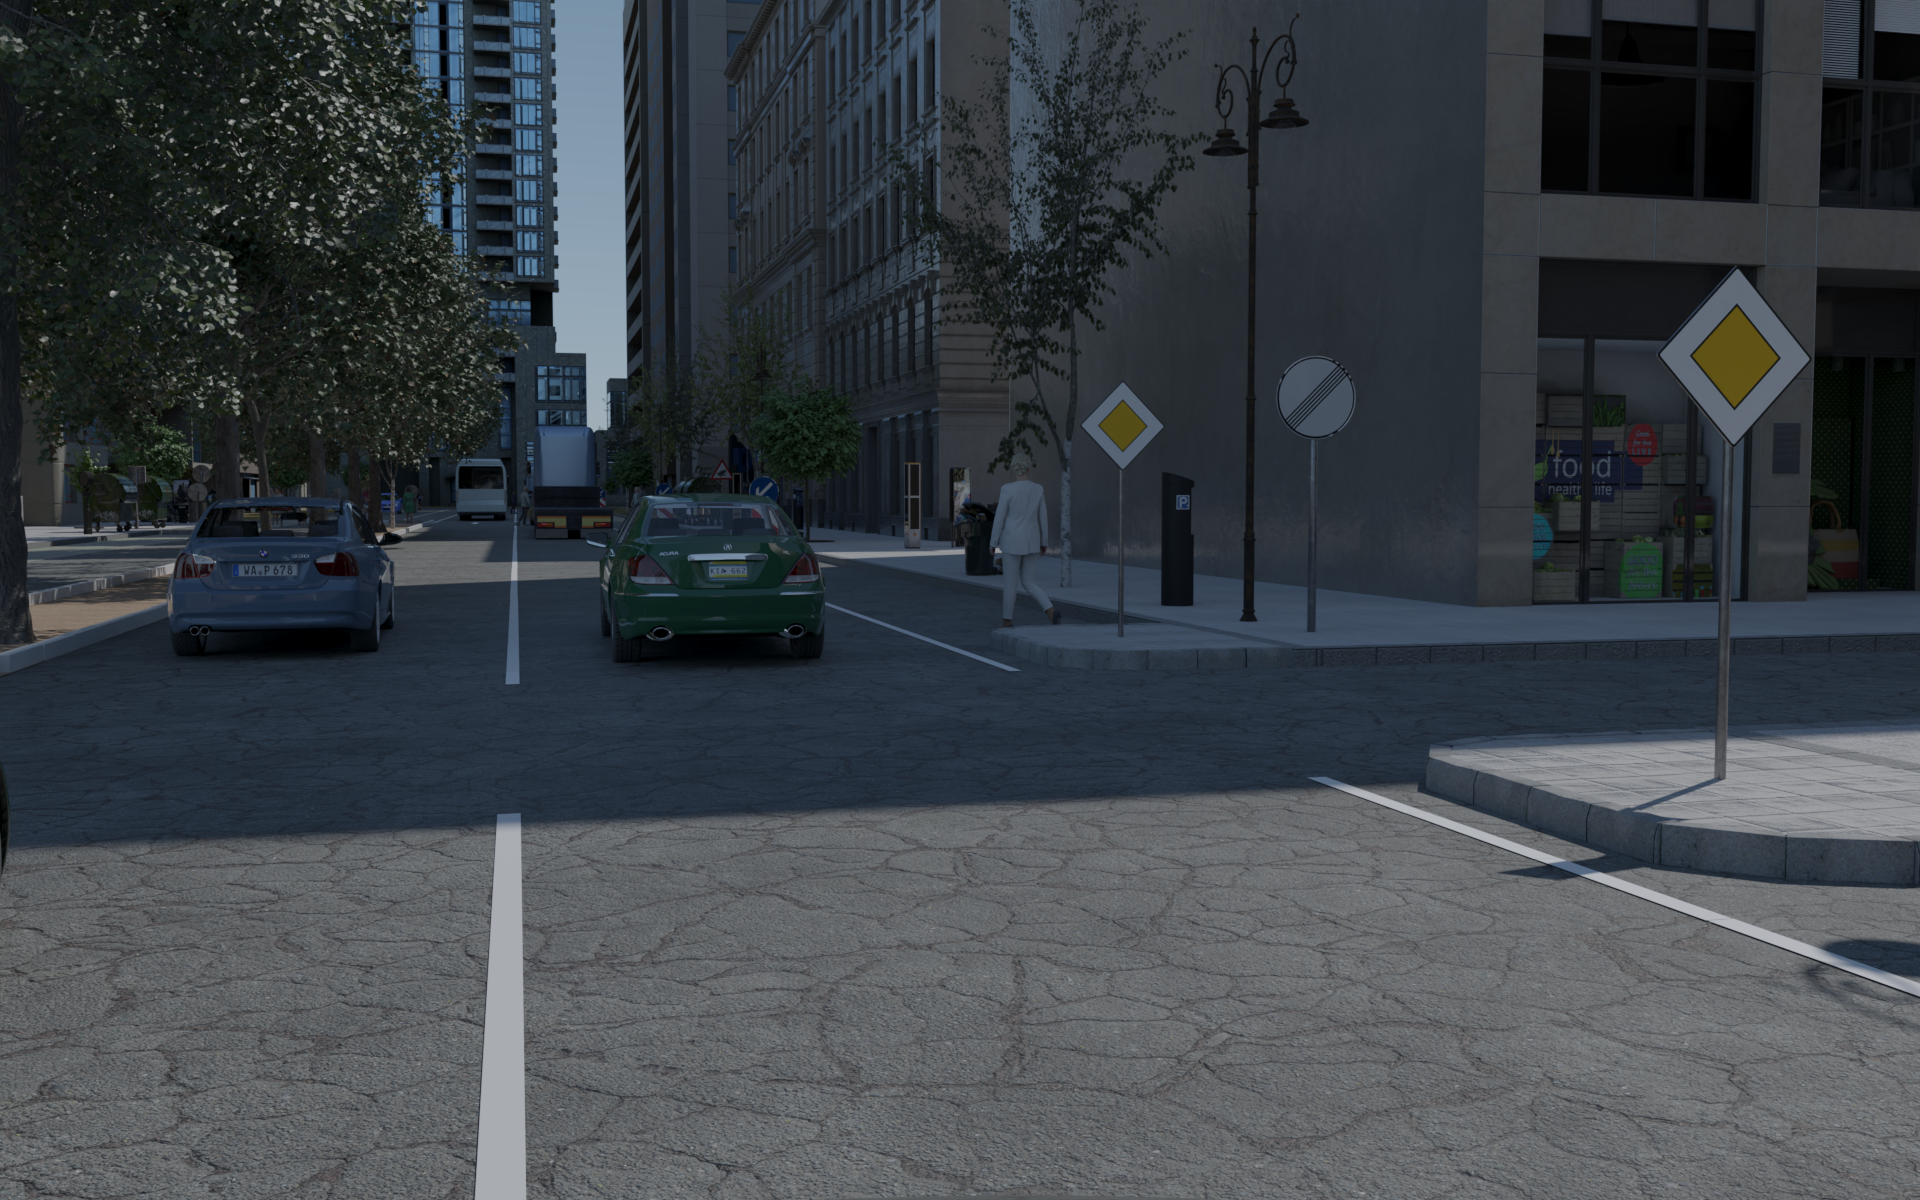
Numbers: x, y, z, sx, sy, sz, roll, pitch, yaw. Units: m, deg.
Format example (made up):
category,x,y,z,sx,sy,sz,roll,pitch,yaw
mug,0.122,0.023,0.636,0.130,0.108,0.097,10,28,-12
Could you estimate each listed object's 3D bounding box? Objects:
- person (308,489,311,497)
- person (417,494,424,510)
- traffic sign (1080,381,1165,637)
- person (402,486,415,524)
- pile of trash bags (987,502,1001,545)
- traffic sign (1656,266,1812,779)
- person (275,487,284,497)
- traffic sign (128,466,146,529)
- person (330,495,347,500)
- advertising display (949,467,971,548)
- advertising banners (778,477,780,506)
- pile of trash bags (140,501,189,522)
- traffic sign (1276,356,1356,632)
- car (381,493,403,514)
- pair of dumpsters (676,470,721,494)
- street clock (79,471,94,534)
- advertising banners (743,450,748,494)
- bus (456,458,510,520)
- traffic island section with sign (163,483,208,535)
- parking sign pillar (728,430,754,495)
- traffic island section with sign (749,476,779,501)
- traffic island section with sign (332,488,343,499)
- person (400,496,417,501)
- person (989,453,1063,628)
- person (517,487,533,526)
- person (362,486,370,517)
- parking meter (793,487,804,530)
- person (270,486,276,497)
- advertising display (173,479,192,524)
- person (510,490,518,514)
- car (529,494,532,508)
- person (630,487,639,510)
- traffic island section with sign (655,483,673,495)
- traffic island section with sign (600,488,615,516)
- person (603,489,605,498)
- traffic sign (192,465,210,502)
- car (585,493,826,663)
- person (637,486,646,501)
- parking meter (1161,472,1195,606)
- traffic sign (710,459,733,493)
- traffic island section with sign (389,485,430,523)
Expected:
category,x,y,z,sx,sy,sz,roll,pitch,yaw
person,-30.626,-4.428,81.902,0.512,1.701,0.522,-1,4,-9
person,-47.506,-8.611,152.528,0.697,1.427,0.421,-2,4,-34
traffic sign,1.440,-0.724,15.478,0.795,2.450,0.064,-1,4,-14
person,-26.376,-4.534,82.880,0.600,1.795,0.529,-2,4,-28
pile of trash bags,1.615,-2.139,44.731,1.912,1.369,3.447,1,4,17
traffic sign,3.423,-0.251,7.742,0.795,2.450,0.064,-1,4,-14
person,-29.093,-3.957,73.940,0.466,1.731,0.760,-1,4,-17
traffic sign,-29.895,-3.718,62.914,0.606,2.300,0.079,0,4,-7
person,-40.349,-6.345,112.251,1.348,1.824,0.705,-3,5,-42
advertising display,0.010,-2.245,41.927,0.123,1.923,0.974,2,4,26
advertising banners,-5.647,-3.530,53.899,0.090,3.025,2.074,0,4,-5
pile of trash bags,-36.972,-4.244,79.141,3.447,1.369,1.912,1,4,10
traffic sign,3.273,-0.976,16.056,0.768,2.556,0.104,-1,4,-9
car,-41.328,-7.078,125.314,1.945,1.707,3.694,-1,4,-15
pair of dumpsters,-10.681,-4.203,71.213,1.574,2.255,4.437,-1,4,-14
street clock,-27.741,-3.087,55.043,0.471,2.002,0.358,2,4,28
advertising banners,-8.495,-4.434,68.686,0.090,3.025,2.074,0,4,-1
bus,-26.771,-6.261,97.228,2.948,3.499,13.247,-1,4,-14
traffic island section with sign,-27.079,-3.234,61.498,1.989,1.847,2.006,-1,4,-14
parking sign pillar,-9.248,-5.189,73.319,1.447,3.967,1.447,2,4,28
traffic island section with sign,-4.665,-1.884,39.426,1.989,1.847,2.006,-1,4,-14
traffic island section with sign,-39.533,-6.208,110.135,1.989,1.847,2.006,-1,4,-14
person,-38.943,-6.926,122.454,1.217,1.743,0.721,-1,4,-14
person,0.656,-0.548,17.346,0.818,1.842,0.514,3,5,41
person,-19.403,-4.181,77.339,0.782,1.767,0.515,3,5,42
person,-27.210,-4.341,79.442,0.573,1.828,0.580,1,4,14
parking meter,-5.844,-3.315,62.604,0.372,1.533,0.369,0,3,0
person,-31.572,-4.314,79.373,0.599,1.781,0.374,0,4,-2
advertising display,-33.878,-4.296,75.461,0.974,1.923,0.123,1,4,22
person,-32.271,-7.087,125.286,0.530,1.710,0.541,-1,4,-12
car,-33.610,-7.659,137.225,2.014,1.417,4.499,-1,4,-14
person,-15.547,-4.551,83.387,0.782,1.767,0.515,2,4,30
traffic island section with sign,-11.352,-3.481,65.541,1.989,1.847,2.006,-1,4,-14
traffic island section with sign,-23.866,-6.465,114.330,1.989,1.847,2.006,-1,4,-14
person,-24.513,-6.744,118.762,0.705,1.824,1.348,0,4,-8
traffic sign,-32.921,-4.592,75.188,0.768,2.556,0.104,-1,4,-8
car,-2.421,-0.276,16.315,2.131,1.459,4.920,-1,4,-13
person,-14.379,-4.248,78.060,0.767,1.812,0.694,1,4,21
parking meter,2.502,-0.703,19.908,0.372,1.533,0.369,0,3,0
traffic sign,-8.794,-3.919,64.075,0.884,2.594,0.081,-1,4,-12
traffic island section with sign,-27.101,-4.730,85.477,2.006,1.907,1.989,-1,4,-14
